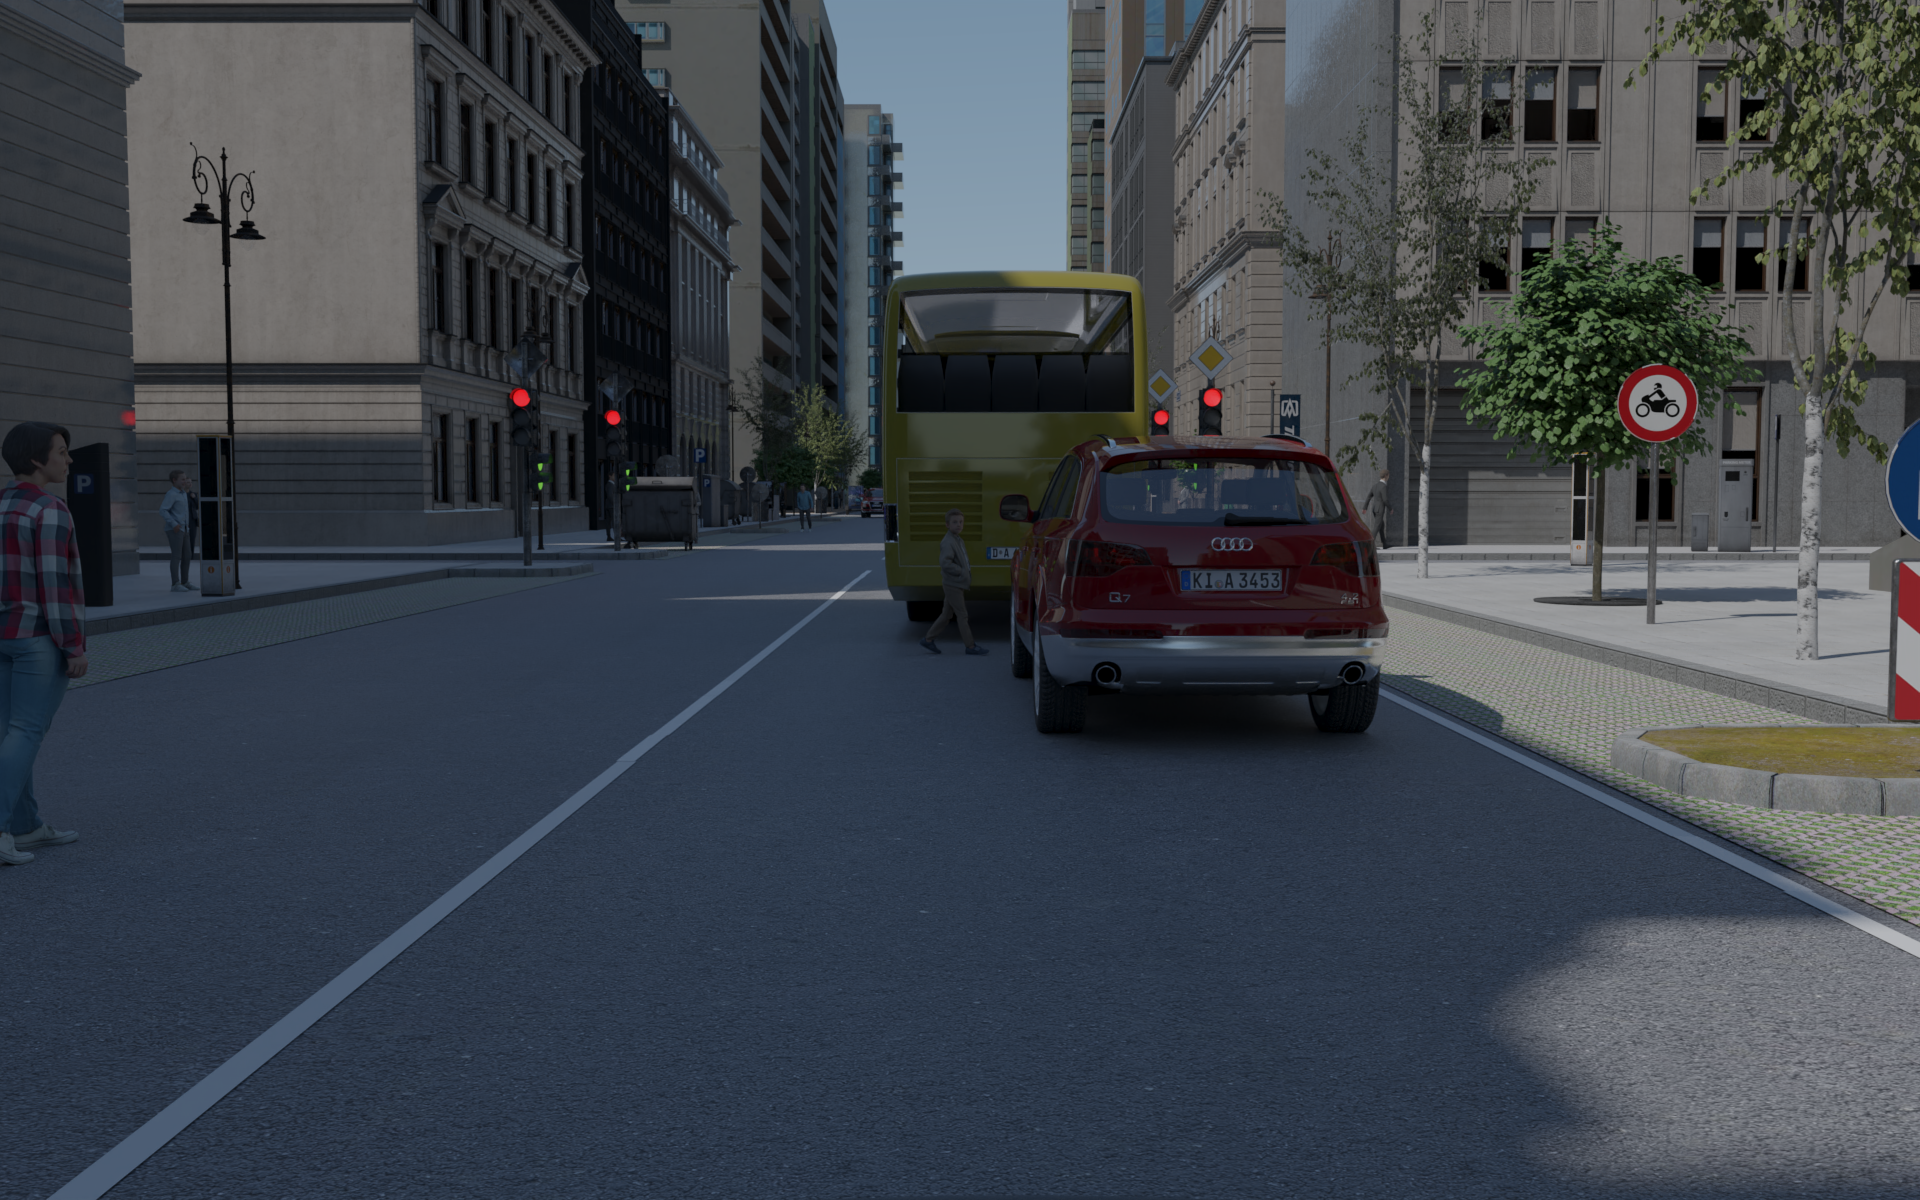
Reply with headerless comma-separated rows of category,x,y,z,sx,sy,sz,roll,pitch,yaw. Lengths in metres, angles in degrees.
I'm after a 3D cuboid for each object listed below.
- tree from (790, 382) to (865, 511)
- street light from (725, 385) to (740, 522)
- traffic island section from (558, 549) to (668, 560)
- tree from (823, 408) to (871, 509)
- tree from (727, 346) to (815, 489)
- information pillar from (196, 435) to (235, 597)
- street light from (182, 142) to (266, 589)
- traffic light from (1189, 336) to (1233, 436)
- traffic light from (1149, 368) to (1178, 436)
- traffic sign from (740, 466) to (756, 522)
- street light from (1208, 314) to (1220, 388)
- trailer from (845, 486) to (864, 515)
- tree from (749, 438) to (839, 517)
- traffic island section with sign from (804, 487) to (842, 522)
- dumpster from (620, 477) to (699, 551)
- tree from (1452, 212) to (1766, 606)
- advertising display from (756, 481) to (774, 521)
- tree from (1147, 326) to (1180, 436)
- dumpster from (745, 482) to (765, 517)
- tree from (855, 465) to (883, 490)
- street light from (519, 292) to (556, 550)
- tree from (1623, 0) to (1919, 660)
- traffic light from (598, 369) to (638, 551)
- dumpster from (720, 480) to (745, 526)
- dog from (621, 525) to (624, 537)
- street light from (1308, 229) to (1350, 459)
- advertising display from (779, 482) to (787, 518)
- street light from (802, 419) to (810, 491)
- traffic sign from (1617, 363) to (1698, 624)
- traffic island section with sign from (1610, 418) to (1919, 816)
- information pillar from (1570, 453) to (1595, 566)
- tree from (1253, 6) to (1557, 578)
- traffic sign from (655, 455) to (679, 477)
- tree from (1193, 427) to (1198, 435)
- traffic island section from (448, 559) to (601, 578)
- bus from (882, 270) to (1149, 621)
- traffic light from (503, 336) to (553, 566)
tree,-9.338,-9.986,113.638,4.737,8.622,4.395,0,3,0
street light,-9.657,-6.168,73.640,0.468,5.910,1.993,0,4,0
traffic island section,-7.738,-1.025,39.034,2.009,0.180,2.903,0,4,0
tree,-9.739,-12.118,148.488,4.360,8.622,3.978,0,3,0
tree,-9.489,-8.369,87.200,4.360,8.622,3.978,0,3,0
information pillar,-9.320,-1.052,21.700,0.304,2.012,0.304,0,4,8
street light,-9.805,-3.086,23.238,0.468,5.910,1.993,0,4,0
traffic light,4.434,-2.567,30.886,0.839,4.253,0.868,0,4,0
traffic light,4.464,-3.055,38.871,0.839,4.253,0.868,0,4,0
traffic sign,-9.735,-4.851,79.427,0.768,2.556,0.104,0,4,6
street light,6.539,-4.400,44.732,0.468,5.910,1.993,0,4,0
trailer,-7.102,-6.800,118.226,1.471,1.999,3.904,0,4,-1
tree,-9.712,-7.232,101.957,4.285,4.588,4.351,0,3,0
traffic island section with sign,-7.221,-5.013,90.591,1.989,1.847,2.006,0,4,0
dumpster,-7.558,-2.166,43.637,1.865,1.857,1.264,0,4,-2
tree,7.563,-2.236,20.277,4.285,4.588,4.351,0,3,0
advertising display,-9.311,-4.740,82.718,0.974,1.923,0.123,2,4,31
tree,6.877,-7.371,70.881,4.360,8.622,3.978,0,3,0
dumpster,-9.807,-4.596,80.895,1.264,1.857,1.865,0,4,0
tree,-9.785,-12.665,190.786,4.285,4.588,4.351,0,3,0
street light,-9.651,-4.092,39.700,0.468,5.910,1.993,0,4,0
tree,6.798,-3.838,13.112,4.737,8.622,4.395,0,3,0
traffic light,-7.698,-3.057,38.899,0.839,4.253,0.868,0,4,0
dumpster,-9.659,-3.986,70.933,1.264,1.857,1.865,0,4,0
dog,-9.893,-2.266,51.432,0.513,0.831,0.800,-1,4,-13
street light,6.484,-3.531,30.514,0.468,5.910,1.993,0,4,0
advertising display,-9.522,-5.381,93.200,0.123,1.923,0.974,-1,4,-22
street light,-9.478,-8.213,107.069,0.468,5.910,1.993,0,4,0
traffic sign,6.817,-1.034,17.013,0.768,2.556,0.104,0,4,5
traffic island section with sign,4.402,0.002,8.597,1.989,1.847,2.006,0,4,0
information pillar,11.077,-1.609,30.804,0.304,2.012,0.304,3,5,42
tree,6.889,-4.645,26.301,4.360,8.622,3.978,0,3,0
traffic sign,-9.506,-3.430,56.187,0.768,2.556,0.104,0,4,2
tree,6.937,-3.415,50.443,1.663,3.219,1.824,0,3,0
traffic island section,-7.767,-0.536,31.049,2.009,0.180,2.903,0,4,0
bus,0.619,-1.888,22.415,2.896,3.916,12.252,0,4,1
traffic light,-7.727,-2.568,30.914,0.839,4.253,0.868,0,4,0
